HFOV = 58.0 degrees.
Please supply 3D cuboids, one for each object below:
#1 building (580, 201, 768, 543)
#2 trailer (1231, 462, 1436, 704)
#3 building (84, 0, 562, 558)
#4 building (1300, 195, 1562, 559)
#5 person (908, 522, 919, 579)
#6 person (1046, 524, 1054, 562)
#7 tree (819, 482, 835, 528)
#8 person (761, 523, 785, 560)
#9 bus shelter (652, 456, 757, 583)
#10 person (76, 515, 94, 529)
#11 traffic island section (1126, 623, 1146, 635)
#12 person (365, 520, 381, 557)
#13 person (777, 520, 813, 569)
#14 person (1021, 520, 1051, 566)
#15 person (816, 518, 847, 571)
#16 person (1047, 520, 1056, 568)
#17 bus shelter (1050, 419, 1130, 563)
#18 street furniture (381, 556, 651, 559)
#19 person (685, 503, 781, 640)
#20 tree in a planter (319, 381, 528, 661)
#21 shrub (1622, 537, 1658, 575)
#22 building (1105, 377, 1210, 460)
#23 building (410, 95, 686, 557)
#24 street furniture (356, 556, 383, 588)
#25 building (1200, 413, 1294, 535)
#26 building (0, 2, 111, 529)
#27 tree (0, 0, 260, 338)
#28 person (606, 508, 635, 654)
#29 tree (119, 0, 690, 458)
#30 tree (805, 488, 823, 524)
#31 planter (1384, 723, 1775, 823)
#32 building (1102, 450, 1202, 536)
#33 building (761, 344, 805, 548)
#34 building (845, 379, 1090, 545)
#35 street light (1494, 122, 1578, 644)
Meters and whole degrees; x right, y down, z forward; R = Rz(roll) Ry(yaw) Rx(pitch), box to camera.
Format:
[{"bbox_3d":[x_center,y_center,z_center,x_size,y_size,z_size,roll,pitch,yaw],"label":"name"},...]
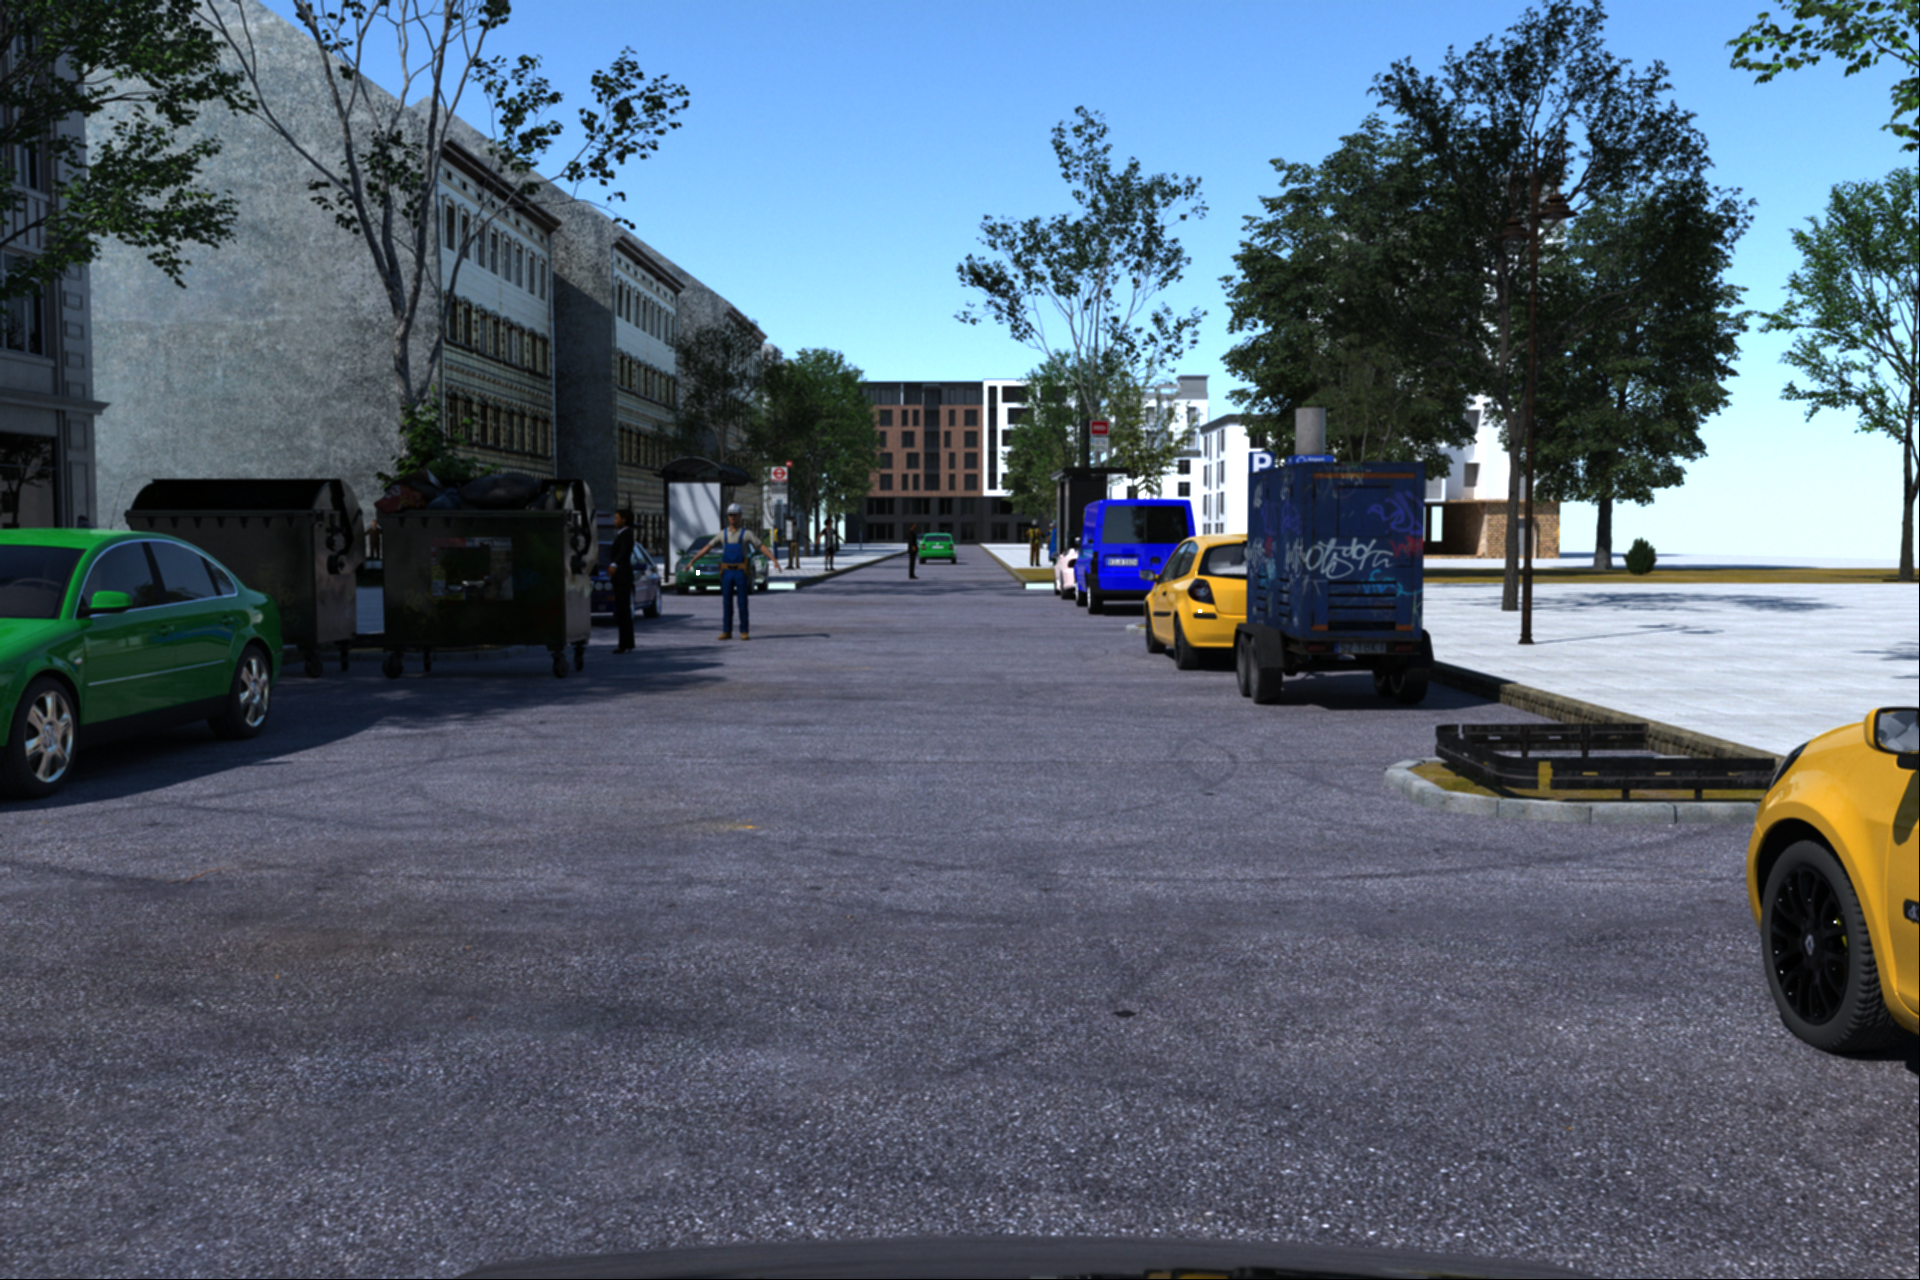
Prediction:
[{"bbox_3d":[-24.560,-17.898,123.561,19.493,23.208,18.063,0,4,1],"label":"building"},{"bbox_3d":[3.187,-0.525,15.632,1.471,1.999,3.904,0,3,0],"label":"trailer"},{"bbox_3d":[-29.057,-14.934,75.096,19.493,23.208,18.063,0,4,0],"label":"building"},{"bbox_3d":[25.565,-15.097,103.250,16.016,20.090,11.380,0,4,0],"label":"building"},{"bbox_3d":[-1.491,-2.861,55.455,0.704,1.802,1.346,0,4,3],"label":"person"},{"bbox_3d":[4.323,-4.500,80.031,0.721,1.772,1.216,3,5,40],"label":"person"},{"bbox_3d":[-17.728,-17.911,243.199,4.360,8.622,3.978,0,3,0],"label":"tree"},{"bbox_3d":[-9.119,-4.817,84.727,1.349,1.833,0.705,2,4,23],"label":"person"},{"bbox_3d":[-6.940,-3.289,47.702,2.014,3.302,5.546,0,4,1],"label":"bus shelter"},{"bbox_3d":[-21.466,-2.184,42.418,0.621,1.740,0.551,0,4,-3],"label":"person"},{"bbox_3d":[3.448,-0.149,25.300,1.991,0.108,1.994,0,4,0],"label":"traffic island section"},{"bbox_3d":[-22.241,-3.652,65.846,1.346,1.812,0.704,-1,4,-21],"label":"person"},{"bbox_3d":[-6.122,-3.535,64.073,1.348,1.796,0.705,0,4,4],"label":"person"},{"bbox_3d":[2.988,-3.849,68.695,1.354,1.858,0.705,2,4,32],"label":"person"},{"bbox_3d":[-4.506,-3.292,59.972,1.345,1.843,0.704,-3,5,-45],"label":"person"},{"bbox_3d":[3.610,-3.674,66.192,0.704,1.817,1.347,-1,4,-14],"label":"person"},{"bbox_3d":[4.219,-4.939,58.386,2.179,5.291,8.768,0,4,-1],"label":"bus shelter"},{"bbox_3d":[-15.670,-2.718,60.061,10.072,0.657,5.734,1,4,18],"label":"street furniture"},{"bbox_3d":[-3.059,-0.930,23.513,1.347,1.847,0.705,1,4,9],"label":"person"},{"bbox_3d":[-6.221,-1.416,20.378,1.991,3.239,1.994,0,4,1],"label":"tree in a planter"},{"bbox_3d":[21.152,-2.615,53.870,1.383,1.207,1.383,0,3,0],"label":"shrub"},{"bbox_3d":[23.417,-22.107,217.863,16.016,20.090,11.380,0,4,1],"label":"building"},{"bbox_3d":[-26.485,-16.234,96.355,19.493,23.208,18.063,0,4,1],"label":"building"},{"bbox_3d":[-15.175,-1.857,45.984,5.734,0.657,10.072,0,4,3],"label":"street furniture"},{"bbox_3d":[23.220,-10.955,121.258,9.099,9.664,28.070,0,3,0],"label":"building"},{"bbox_3d":[-28.894,-13.715,36.255,10.469,25.551,25.511,0,4,1],"label":"building"},{"bbox_3d":[-12.449,-5.801,20.603,9.928,11.665,9.643,0,3,0],"label":"tree"},{"bbox_3d":[-4.131,-0.715,20.864,0.721,1.740,1.216,0,4,-6],"label":"person"},{"bbox_3d":[-11.589,-10.964,35.151,12.611,20.169,13.585,0,3,0],"label":"tree"},{"bbox_3d":[-22.214,-19.464,236.364,7.486,12.596,7.792,0,3,0],"label":"tree"},{"bbox_3d":[3.426,0.708,9.557,1.991,0.319,1.994,0,4,0],"label":"planter"},{"bbox_3d":[21.017,-15.006,187.493,9.099,9.664,28.070,0,4,0],"label":"building"},{"bbox_3d":[-25.678,-18.974,176.683,16.747,18.905,31.486,0,4,0],"label":"building"},{"bbox_3d":[1.066,-24.111,240.647,32.646,21.610,27.936,0,4,1],"label":"building"},{"bbox_3d":[6.606,-2.889,20.029,0.468,5.910,1.993,0,3,0],"label":"street light"}]
